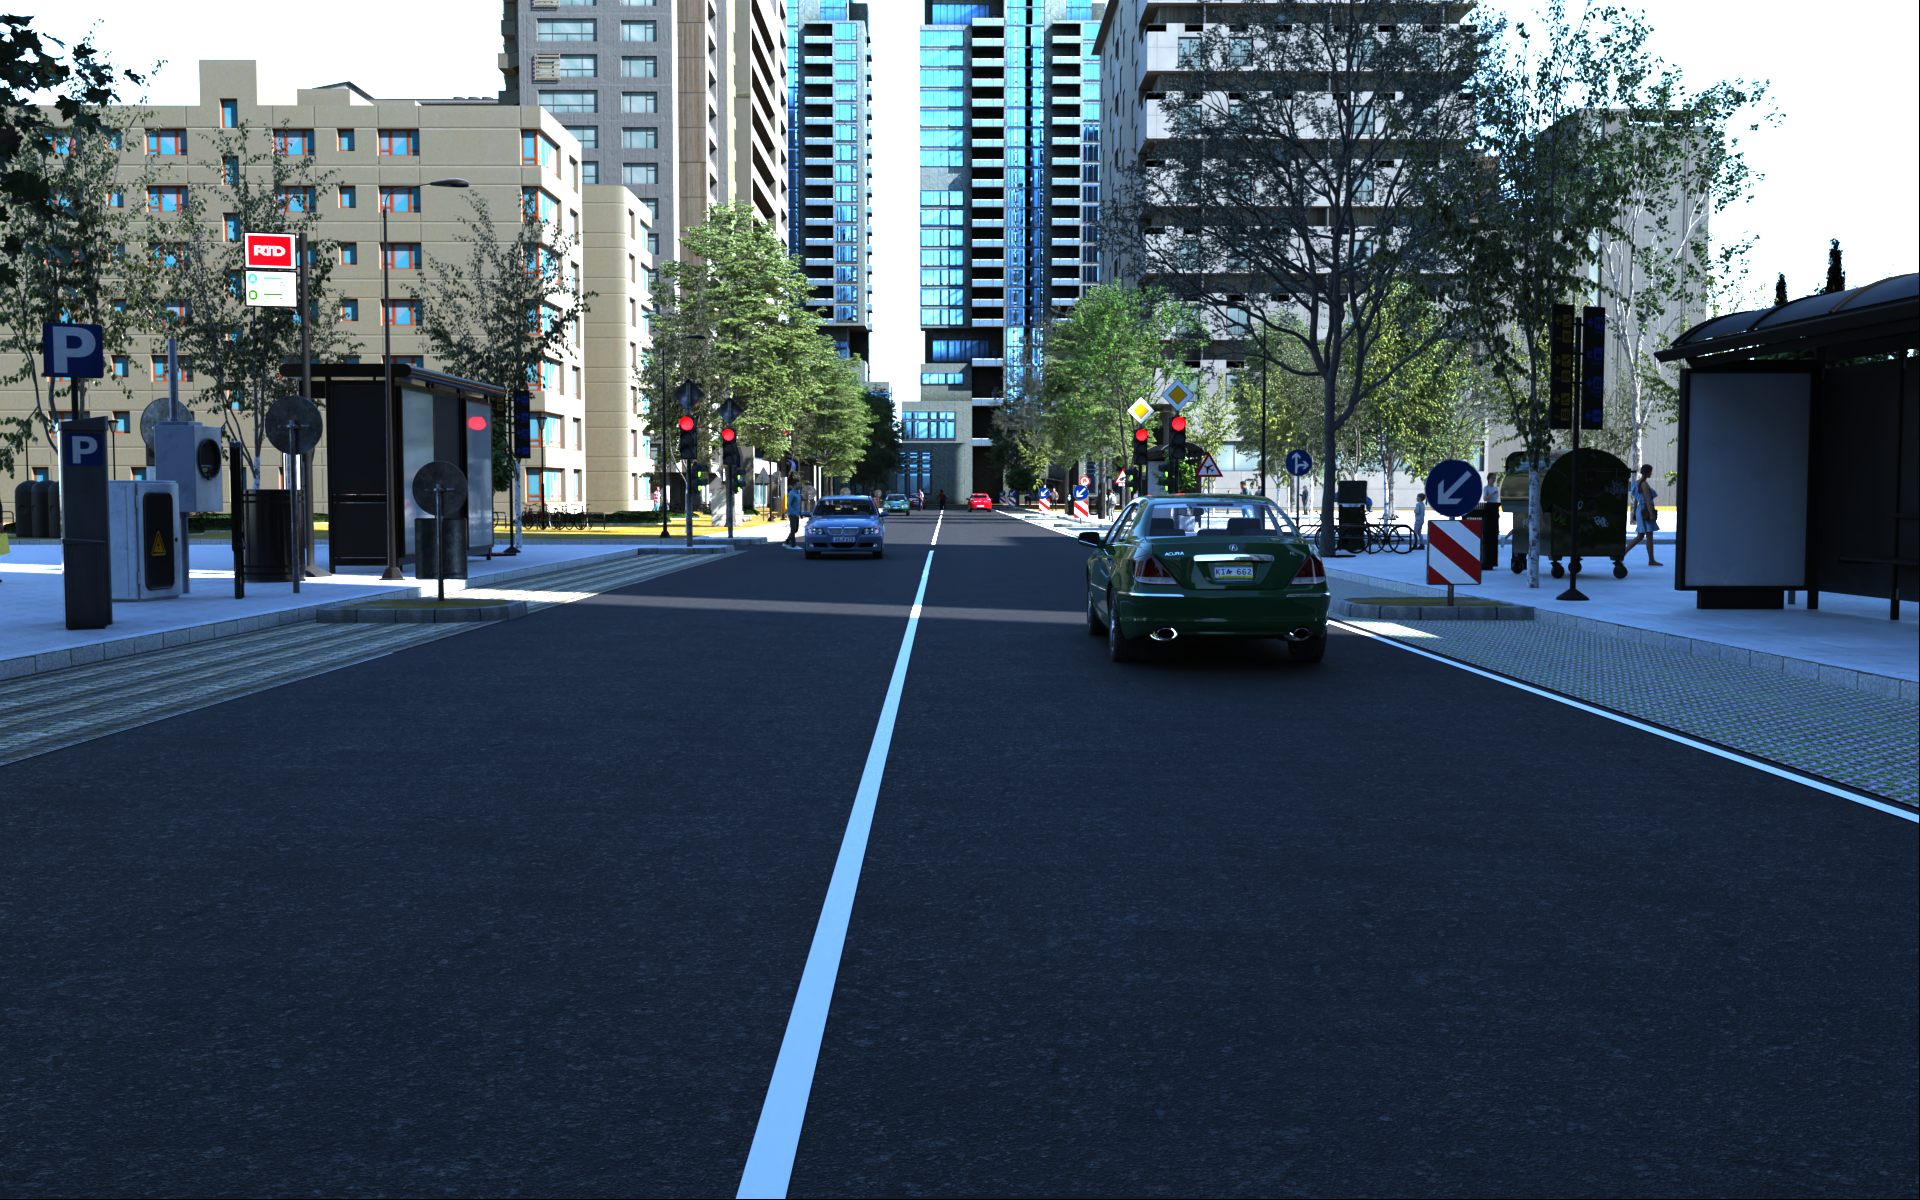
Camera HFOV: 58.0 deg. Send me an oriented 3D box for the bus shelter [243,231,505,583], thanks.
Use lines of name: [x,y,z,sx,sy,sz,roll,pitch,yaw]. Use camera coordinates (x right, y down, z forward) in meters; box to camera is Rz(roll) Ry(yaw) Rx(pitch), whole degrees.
bus shelter: [-9.879,-3.159,29.281,2.179,5.291,8.768,0,4,-1]

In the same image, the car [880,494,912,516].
car: [-4.275,-6.376,116.051,2.131,1.459,4.920,0,4,-2]

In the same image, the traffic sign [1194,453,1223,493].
traffic sign: [7.769,-3.311,54.133,0.884,2.594,0.081,1,4,8]

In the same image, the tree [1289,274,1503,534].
tree: [13.822,-6.415,55.242,4.737,8.622,4.395,0,3,0]

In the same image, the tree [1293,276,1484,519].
tree: [22.490,-10.600,90.318,9.611,12.733,9.660,0,3,0]

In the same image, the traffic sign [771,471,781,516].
traffic sign: [-10.060,-5.855,95.827,0.768,2.556,0.104,0,4,1]

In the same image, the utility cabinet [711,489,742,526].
utility cabinet: [-9.289,-3.688,68.984,1.173,1.500,0.318,0,4,7]

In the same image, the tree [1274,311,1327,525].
tree: [13.929,-6.830,62.036,4.360,8.622,3.978,0,3,0]

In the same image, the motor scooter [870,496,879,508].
motor scooter: [-7.247,-8.166,146.294,0.815,1.314,1.986,0,3,0]

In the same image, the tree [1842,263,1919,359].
tree: [30.069,-6.478,56.285,4.360,8.622,3.978,0,3,0]

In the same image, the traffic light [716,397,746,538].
traffic light: [-6.643,-3.746,50.162,0.839,4.253,0.868,0,4,0]

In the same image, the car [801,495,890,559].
car: [-2.623,-1.701,39.821,2.014,1.417,4.499,0,4,-2]

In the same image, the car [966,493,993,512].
car: [1.549,-7.870,137.716,2.155,1.783,4.494,0,4,-1]

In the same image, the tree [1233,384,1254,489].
tree: [14.987,-8.029,81.639,4.360,8.622,3.978,0,3,0]

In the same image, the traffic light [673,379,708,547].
traffic light: [-6.583,-3.257,42.177,0.839,4.253,0.868,0,4,0]

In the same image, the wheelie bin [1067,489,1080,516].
wheelie bin: [6.743,-5.758,102.049,0.693,1.594,0.980,2,4,35]

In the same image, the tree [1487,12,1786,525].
tree: [26.611,-13.154,70.960,12.611,20.169,13.585,0,3,0]

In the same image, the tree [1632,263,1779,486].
tree: [24.083,-6.437,55.602,4.737,8.622,4.395,0,3,0]

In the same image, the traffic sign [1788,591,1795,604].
traffic sign: [9.695,-1.224,20.117,0.768,2.556,0.104,0,4,3]

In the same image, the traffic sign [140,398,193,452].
traffic sign: [-10.480,-1.393,22.882,0.768,2.556,0.104,1,4,9]

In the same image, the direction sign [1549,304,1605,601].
direction sign: [7.428,-1.767,20.896,0.876,3.537,0.379,-2,4,-28]

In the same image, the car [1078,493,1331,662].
car: [2.205,-0.270,16.208,2.131,1.459,4.920,0,4,0]

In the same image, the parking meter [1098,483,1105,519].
parking meter: [7.236,-5.065,88.517,0.255,1.863,0.399,-2,4,-24]

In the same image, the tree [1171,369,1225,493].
tree: [14.605,-9.228,101.238,4.737,8.622,4.395,0,3,0]

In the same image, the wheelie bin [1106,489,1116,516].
wheelie bin: [8.708,-5.689,100.921,0.693,1.594,0.980,1,4,15]

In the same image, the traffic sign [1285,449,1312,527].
traffic sign: [9.631,-3.012,49.351,0.768,2.556,0.104,0,4,4]

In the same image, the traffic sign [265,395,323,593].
traffic sign: [-8.615,-1.364,22.406,0.768,2.556,0.104,0,4,3]

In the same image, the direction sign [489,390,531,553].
direction sign: [-9.809,-2.802,37.808,0.876,3.537,0.379,-2,4,-29]

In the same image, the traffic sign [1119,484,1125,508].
traffic sign: [8.543,-5.376,90.023,0.606,2.300,0.079,0,4,2]

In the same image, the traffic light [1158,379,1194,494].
traffic light: [5.278,-3.264,42.283,0.839,4.253,0.868,0,4,0]

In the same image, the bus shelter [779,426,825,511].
bus shelter: [-9.519,-7.718,103.818,2.179,5.291,8.768,0,4,0]

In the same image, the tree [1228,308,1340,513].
tree: [22.557,-12.890,117.399,9.857,13.997,8.962,0,3,0]

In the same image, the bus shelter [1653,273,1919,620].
bus shelter: [8.809,-1.397,16.760,2.014,3.302,5.546,0,4,0]

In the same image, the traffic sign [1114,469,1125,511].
traffic sign: [8.224,-5.355,87.552,0.884,2.594,0.081,0,4,2]

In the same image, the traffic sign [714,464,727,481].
traffic sign: [-9.936,-4.468,72.789,0.795,2.593,0.064,0,4,0]

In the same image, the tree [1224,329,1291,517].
tree: [14.109,-7.651,75.464,4.737,8.622,4.395,0,3,0]

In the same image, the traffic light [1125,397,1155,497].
traffic light: [5.217,-3.752,50.268,0.839,4.253,0.868,0,4,0]

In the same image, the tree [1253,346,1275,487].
tree: [14.575,-7.350,70.541,4.360,8.622,3.978,0,3,0]

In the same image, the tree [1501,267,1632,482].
tree: [18.977,-6.509,56.790,4.737,8.622,4.395,0,3,0]

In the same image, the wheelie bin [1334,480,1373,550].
wheelie bin: [9.078,-1.974,40.190,0.980,1.594,0.693,1,4,17]

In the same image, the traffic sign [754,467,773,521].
traffic sign: [-9.387,-5.060,82.742,0.884,2.594,0.081,0,4,5]

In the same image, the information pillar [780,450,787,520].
information pillar: [-8.630,-5.719,84.864,0.183,3.616,0.504,-2,4,-31]

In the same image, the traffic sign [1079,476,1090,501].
traffic sign: [8.730,-7.413,121.312,0.768,2.556,0.104,0,4,3]

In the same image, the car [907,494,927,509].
car: [-4.343,-9.956,171.813,2.155,1.783,4.494,0,4,-1]

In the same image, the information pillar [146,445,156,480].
information pillar: [-24.131,-3.690,51.679,0.183,3.616,0.504,0,4,0]

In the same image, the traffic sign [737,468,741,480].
traffic sign: [-10.698,-4.988,81.657,0.768,2.556,0.104,0,4,2]

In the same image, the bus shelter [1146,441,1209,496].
bus shelter: [8.399,-4.548,68.284,2.014,3.302,5.546,0,4,0]

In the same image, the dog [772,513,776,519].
dog: [-9.610,-4.309,88.193,0.550,0.427,0.748,0,4,5]
